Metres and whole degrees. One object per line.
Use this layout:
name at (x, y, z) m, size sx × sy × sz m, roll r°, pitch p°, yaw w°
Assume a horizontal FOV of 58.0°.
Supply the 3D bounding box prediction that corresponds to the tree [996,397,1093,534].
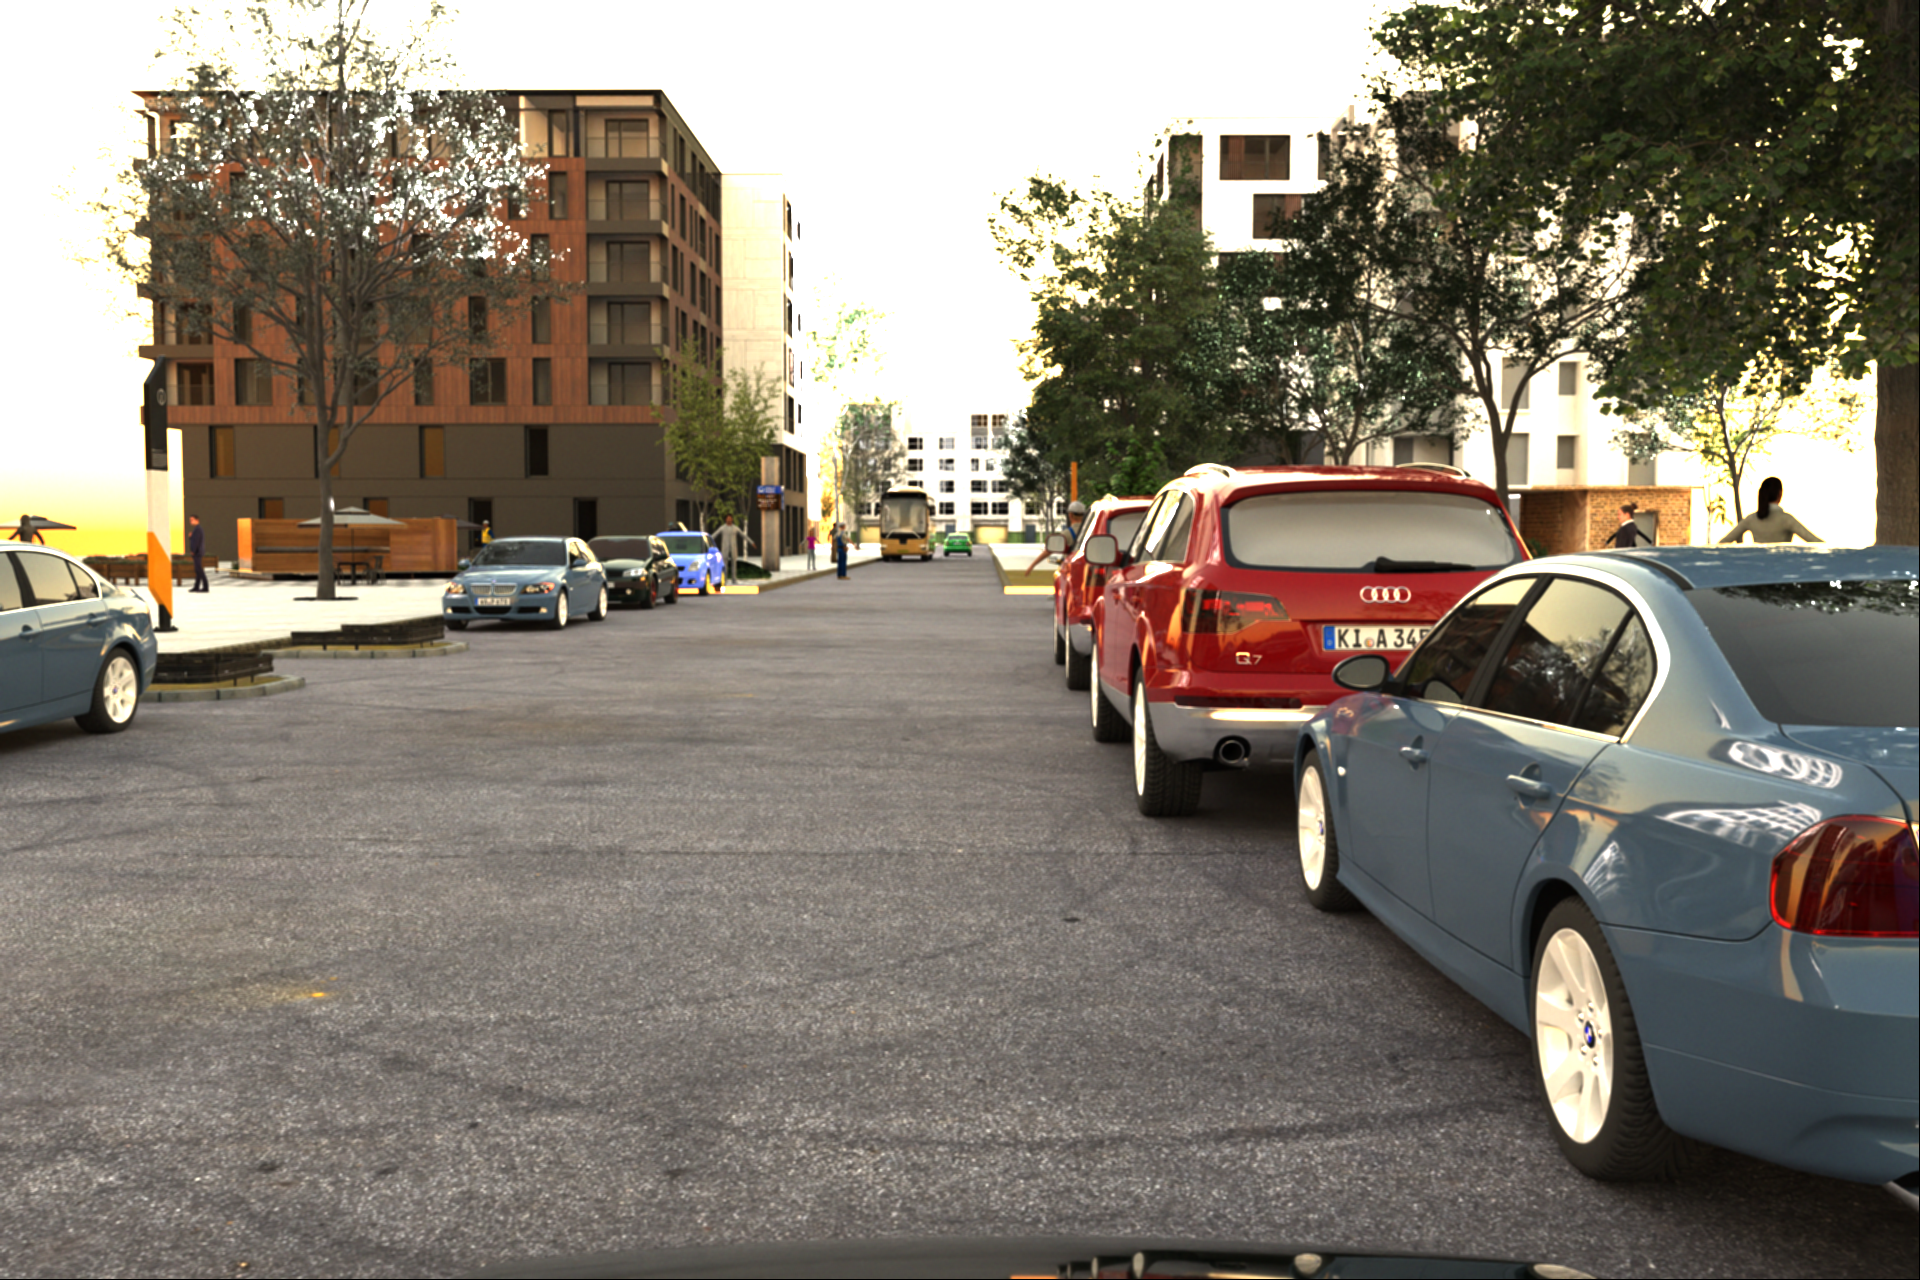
tree at (5.980, -11.088, 115.696) m, size 7.601 × 10.594 × 8.767 m, roll 1°, pitch 4°, yaw 14°

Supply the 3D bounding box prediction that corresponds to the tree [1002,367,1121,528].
tree at (5.825, -9.916, 96.540) m, size 7.601 × 10.594 × 8.767 m, roll 0°, pitch 4°, yaw 3°

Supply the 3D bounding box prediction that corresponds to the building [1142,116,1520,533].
building at (24.326, -15.742, 101.356) m, size 27.936 × 21.610 × 32.646 m, roll 0°, pitch 4°, yaw 0°

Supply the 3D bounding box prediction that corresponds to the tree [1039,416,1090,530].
tree at (7.240, -9.546, 106.437) m, size 4.360 × 8.622 × 3.978 m, roll 0°, pitch 3°, yaw 0°

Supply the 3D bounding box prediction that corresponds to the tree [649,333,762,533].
tree at (-9.370, -6.905, 63.258) m, size 4.737 × 8.622 × 4.395 m, roll 0°, pitch 3°, yaw 0°

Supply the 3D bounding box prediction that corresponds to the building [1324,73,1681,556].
building at (21.763, -13.528, 77.600) m, size 16.016 × 20.090 × 11.380 m, roll 0°, pitch 4°, yaw 1°

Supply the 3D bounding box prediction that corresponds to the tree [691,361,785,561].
tree at (-9.318, -7.564, 74.026) m, size 4.737 × 8.622 × 4.395 m, roll 0°, pitch 3°, yaw 0°

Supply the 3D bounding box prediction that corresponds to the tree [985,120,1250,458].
tree at (7.906, -13.634, 78.801) m, size 12.611 × 20.169 × 13.585 m, roll 0°, pitch 3°, yaw 0°

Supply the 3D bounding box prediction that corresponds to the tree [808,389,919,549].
tree at (-8.439, -14.357, 145.105) m, size 12.009 × 13.543 × 11.850 m, roll 0°, pitch 3°, yaw 0°

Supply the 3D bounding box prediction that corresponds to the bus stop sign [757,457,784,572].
bus stop sign at (-6.466, -4.285, 59.083) m, size 0.837 × 3.901 × 0.837 m, roll 0°, pitch 4°, yaw 0°

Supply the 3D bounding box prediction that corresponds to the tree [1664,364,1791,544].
tree at (25.038, -6.529, 57.115) m, size 4.737 × 8.622 × 4.395 m, roll 0°, pitch 3°, yaw 0°

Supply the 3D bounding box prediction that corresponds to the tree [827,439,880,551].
tree at (-8.756, -11.287, 134.899) m, size 4.360 × 8.622 × 3.978 m, roll 0°, pitch 3°, yaw 0°

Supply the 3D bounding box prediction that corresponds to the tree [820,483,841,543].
tree at (-18.374, -17.741, 240.432) m, size 4.737 × 8.622 × 4.395 m, roll 0°, pitch 3°, yaw 0°

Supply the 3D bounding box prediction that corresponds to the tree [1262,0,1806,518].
tree at (8.732, -5.680, 27.282) m, size 8.767 × 10.594 × 7.601 m, roll 1°, pitch 4°, yaw 20°

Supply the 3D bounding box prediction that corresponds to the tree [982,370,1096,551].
tree at (6.532, -13.462, 130.480) m, size 12.009 × 13.543 × 11.850 m, roll 0°, pitch 3°, yaw 0°

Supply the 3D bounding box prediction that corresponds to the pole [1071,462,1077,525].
pole at (3.229, -3.382, 49.132) m, size 0.158 × 3.312 × 0.155 m, roll 0°, pitch 3°, yaw 0°

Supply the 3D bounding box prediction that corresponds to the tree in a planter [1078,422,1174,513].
tree in a planter at (2.803, -1.869, 27.778) m, size 1.991 × 3.239 × 1.994 m, roll 0°, pitch 4°, yaw 2°

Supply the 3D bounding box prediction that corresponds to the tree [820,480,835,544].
tree at (-18.672, -17.396, 234.790) m, size 4.737 × 8.622 × 4.395 m, roll 0°, pitch 3°, yaw 0°

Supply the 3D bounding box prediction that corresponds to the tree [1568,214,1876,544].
tree at (21.547, -6.939, 47.871) m, size 8.767 × 10.594 × 7.601 m, roll -1°, pitch 4°, yaw -15°

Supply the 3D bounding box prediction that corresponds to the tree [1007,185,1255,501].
tree at (6.603, -9.708, 65.379) m, size 9.857 × 13.997 × 8.962 m, roll 0°, pitch 3°, yaw 0°

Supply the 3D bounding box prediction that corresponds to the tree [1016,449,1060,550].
tree at (6.911, -11.777, 142.922) m, size 4.360 × 8.622 × 3.978 m, roll 0°, pitch 3°, yaw 0°

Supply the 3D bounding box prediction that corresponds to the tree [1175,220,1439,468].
tree at (10.028, -7.110, 50.656) m, size 8.767 × 10.594 × 7.601 m, roll 2°, pitch 4°, yaw 23°

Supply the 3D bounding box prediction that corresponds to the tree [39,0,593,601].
tree at (-12.177, -7.518, 33.284) m, size 12.009 × 13.543 × 11.850 m, roll 0°, pitch 3°, yaw 0°

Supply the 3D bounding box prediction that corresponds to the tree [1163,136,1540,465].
tree at (9.026, -6.528, 41.142) m, size 8.767 × 10.594 × 7.601 m, roll -1°, pitch 4°, yaw -12°

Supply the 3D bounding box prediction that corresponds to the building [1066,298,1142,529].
building at (24.046, -19.703, 166.116) m, size 27.936 × 21.610 × 32.646 m, roll 0°, pitch 4°, yaw 1°

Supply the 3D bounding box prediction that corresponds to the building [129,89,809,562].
building at (-24.000, -15.431, 96.265) m, size 27.936 × 21.610 × 32.646 m, roll 0°, pitch 4°, yaw 1°

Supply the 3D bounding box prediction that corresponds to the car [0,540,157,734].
car at (-6.932, 0.046, 11.246) m, size 2.014 × 1.417 × 4.499 m, roll 0°, pitch 4°, yaw 1°

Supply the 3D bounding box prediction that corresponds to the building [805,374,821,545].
building at (-22.620, -21.336, 205.266) m, size 16.016 × 20.090 × 11.380 m, roll 0°, pitch 4°, yaw 0°

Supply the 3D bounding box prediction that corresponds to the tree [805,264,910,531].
tree at (-9.818, -16.421, 124.371) m, size 12.611 × 20.169 × 13.585 m, roll 0°, pitch 3°, yaw 0°

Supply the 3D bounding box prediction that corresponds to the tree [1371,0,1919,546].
tree at (8.297, -6.615, 14.813) m, size 9.857 × 13.997 × 8.962 m, roll 0°, pitch 3°, yaw 0°

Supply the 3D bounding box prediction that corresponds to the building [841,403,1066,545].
building at (0.435, -22.692, 239.934) m, size 31.486 × 18.905 × 16.747 m, roll 0°, pitch 4°, yaw 5°

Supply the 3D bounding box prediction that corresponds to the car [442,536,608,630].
car at (-6.777, -0.942, 27.409) m, size 2.014 × 1.417 × 4.499 m, roll 0°, pitch 4°, yaw 1°
